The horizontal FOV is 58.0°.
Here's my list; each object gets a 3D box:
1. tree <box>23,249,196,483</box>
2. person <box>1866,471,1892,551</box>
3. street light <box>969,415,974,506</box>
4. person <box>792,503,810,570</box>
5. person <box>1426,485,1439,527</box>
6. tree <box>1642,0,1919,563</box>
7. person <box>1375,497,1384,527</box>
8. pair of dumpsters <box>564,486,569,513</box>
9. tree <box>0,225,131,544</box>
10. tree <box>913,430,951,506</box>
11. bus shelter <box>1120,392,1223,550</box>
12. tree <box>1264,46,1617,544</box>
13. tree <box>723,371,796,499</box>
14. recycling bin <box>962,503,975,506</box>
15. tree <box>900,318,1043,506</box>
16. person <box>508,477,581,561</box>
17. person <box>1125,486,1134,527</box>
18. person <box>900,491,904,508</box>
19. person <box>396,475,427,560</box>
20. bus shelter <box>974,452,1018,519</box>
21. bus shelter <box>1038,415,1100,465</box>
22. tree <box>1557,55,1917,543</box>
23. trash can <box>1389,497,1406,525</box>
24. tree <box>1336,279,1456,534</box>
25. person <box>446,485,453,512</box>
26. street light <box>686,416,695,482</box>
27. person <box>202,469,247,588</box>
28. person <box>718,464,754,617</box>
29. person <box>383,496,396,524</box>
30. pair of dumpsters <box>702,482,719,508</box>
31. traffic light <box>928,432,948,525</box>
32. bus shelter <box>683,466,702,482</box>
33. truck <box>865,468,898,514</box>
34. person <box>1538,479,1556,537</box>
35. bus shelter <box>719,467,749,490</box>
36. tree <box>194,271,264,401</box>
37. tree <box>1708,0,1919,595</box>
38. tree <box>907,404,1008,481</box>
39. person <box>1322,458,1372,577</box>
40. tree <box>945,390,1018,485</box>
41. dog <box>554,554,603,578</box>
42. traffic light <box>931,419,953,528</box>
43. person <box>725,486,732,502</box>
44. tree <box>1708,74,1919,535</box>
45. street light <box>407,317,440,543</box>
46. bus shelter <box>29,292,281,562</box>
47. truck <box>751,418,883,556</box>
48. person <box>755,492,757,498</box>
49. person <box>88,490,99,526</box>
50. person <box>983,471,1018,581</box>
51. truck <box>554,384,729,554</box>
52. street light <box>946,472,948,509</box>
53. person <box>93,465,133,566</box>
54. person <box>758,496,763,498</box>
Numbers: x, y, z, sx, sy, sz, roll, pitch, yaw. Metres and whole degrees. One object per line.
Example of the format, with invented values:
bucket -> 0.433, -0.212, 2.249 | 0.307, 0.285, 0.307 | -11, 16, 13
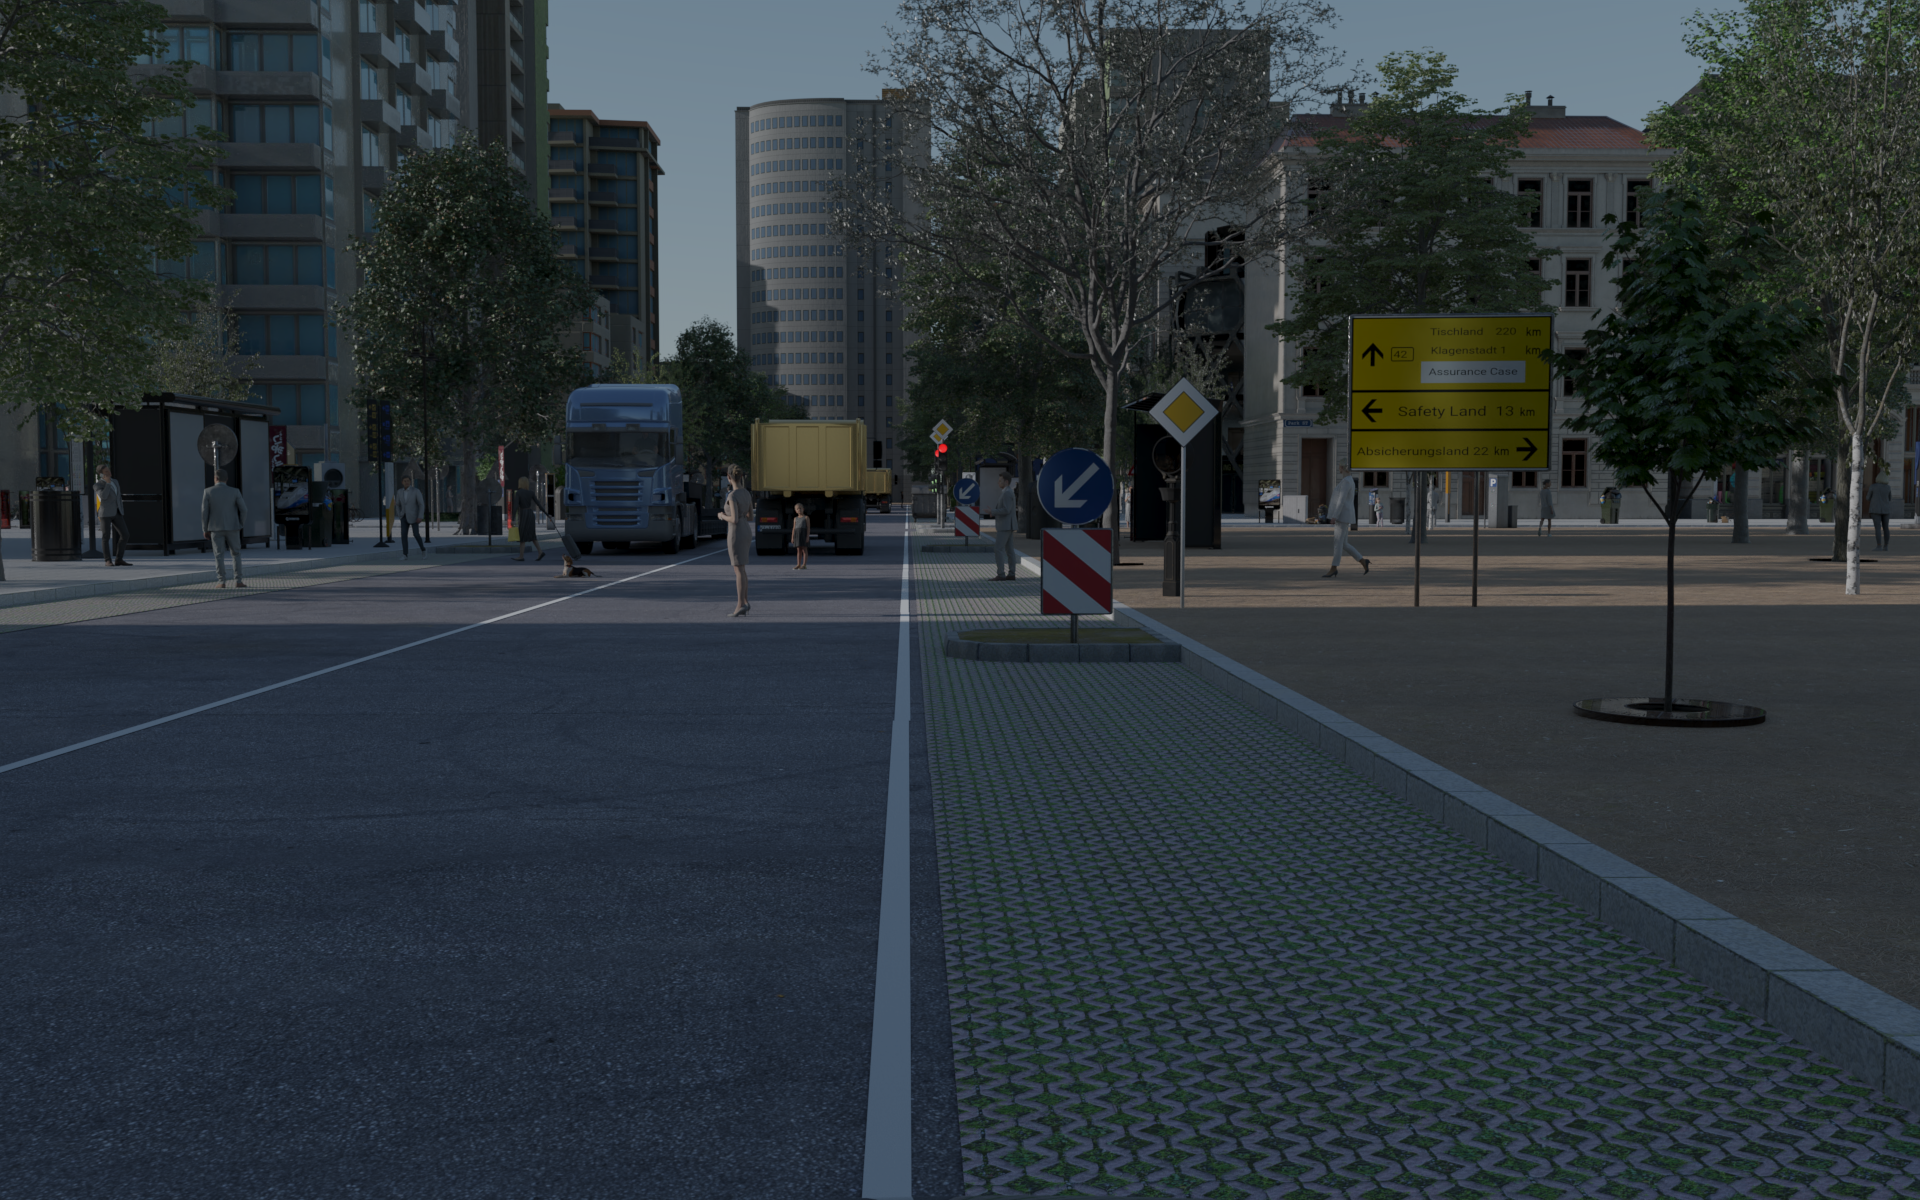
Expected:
tree -> -25.062, -6.135, 50.665 | 4.360, 8.622, 3.978 | 0, 3, 0
person -> 20.722, -2.010, 39.092 | 0.537, 1.800, 0.526 | 1, 4, 13
street light -> 0.552, -7.191, 90.364 | 0.468, 5.910, 1.993 | 0, 4, -2
person -> -3.020, -1.208, 32.915 | 0.362, 1.253, 0.373 | 2, 4, 30
person -> 18.347, -3.599, 67.549 | 0.606, 1.804, 0.583 | -2, 4, -32
tree -> 16.678, -6.539, 32.674 | 9.928, 11.665, 9.643 | 0, 3, 0
person -> 16.879, -3.473, 69.559 | 0.425, 1.301, 0.394 | -2, 4, -31
pair of dumpsters -> -16.049, -4.417, 74.715 | 1.574, 2.255, 4.437 | 0, 4, -2
tree -> -22.491, -5.706, 43.658 | 4.737, 8.622, 4.395 | 0, 3, 0
tree -> -1.256, -15.982, 187.064 | 9.928, 11.665, 9.643 | 0, 3, 0
bus shelter -> 5.205, -3.168, 43.075 | 1.731, 3.624, 6.357 | 0, 4, -2
tree -> 11.876, -7.768, 45.138 | 7.486, 12.596, 7.792 | 0, 3, 0
tree -> -18.490, -14.781, 159.798 | 7.486, 12.596, 7.792 | 0, 3, 0
recycling bin -> 0.511, -5.228, 98.032 | 0.722, 1.027, 0.722 | -1, 4, -10
tree -> -0.300, -11.785, 110.808 | 7.486, 12.596, 7.792 | 0, 3, 0
person -> -8.910, -1.736, 37.099 | 1.509, 1.804, 0.699 | -1, 4, -10
person -> 6.601, -3.527, 66.741 | 0.480, 1.755, 0.524 | -1, 4, -19
person -> -5.876, -10.337, 178.336 | 0.721, 1.723, 1.217 | 0, 4, -7
person -> -11.877, -1.781, 37.468 | 0.661, 1.843, 0.795 | 1, 4, 11
bus shelter -> 1.812, -5.596, 85.413 | 2.014, 3.302, 5.546 | 0, 4, -2
bus shelter -> 4.629, -6.018, 76.027 | 2.179, 5.291, 8.768 | 0, 4, -2
tree -> 20.423, -7.720, 44.352 | 7.486, 12.596, 7.792 | 0, 3, 0
trash can -> 18.465, -3.759, 73.118 | 0.748, 1.137, 0.748 | 0, 3, 0
tree -> 14.069, -6.387, 54.792 | 4.360, 8.622, 3.978 | 0, 3, 0
person -> -27.589, -5.344, 93.766 | 0.374, 1.781, 0.599 | -3, 4, -37
street light -> -15.708, -7.813, 100.529 | 0.468, 5.910, 1.993 | 0, 4, -2
person -> -11.153, -1.081, 26.278 | 0.635, 1.810, 0.391 | -2, 4, -32
person -> -2.615, -0.698, 20.247 | 0.374, 1.781, 0.599 | 1, 4, 18
person -> -24.133, -3.952, 73.247 | 0.503, 1.515, 0.523 | -1, 4, -21
pair of dumpsters -> -19.930, -8.221, 136.910 | 1.574, 2.255, 4.437 | 0, 4, -2
traffic light -> -0.905, -5.119, 72.614 | 0.839, 4.253, 0.868 | 0, 4, -2
bus shelter -> -19.521, -7.851, 122.293 | 2.014, 3.302, 5.546 | 0, 4, -2
truck -> -6.415, -8.113, 128.565 | 3.469, 3.379, 9.791 | 0, 4, -1
person -> 17.602, -2.764, 51.987 | 0.466, 1.731, 0.760 | 3, 4, 36
bus shelter -> -17.563, -8.553, 133.759 | 2.014, 3.302, 5.546 | 0, 4, -2
tree -> -25.479, -6.568, 57.743 | 4.360, 8.622, 3.978 | 0, 3, 0
tree -> 11.654, -4.372, 21.850 | 4.360, 8.622, 3.978 | 0, 3, 0
tree -> -0.272, -12.137, 132.859 | 8.767, 10.594, 7.601 | 1, 4, 10
person -> 5.973, -1.268, 26.660 | 0.818, 1.842, 0.514 | 0, 4, -2
tree -> 1.240, -9.260, 101.771 | 4.360, 8.622, 3.978 | 0, 3, 0
dog -> -6.552, -0.583, 29.721 | 0.748, 0.427, 0.550 | 1, 4, 10
traffic light -> -0.664, -4.631, 64.633 | 0.839, 4.253, 0.868 | 0, 4, -2
person -> -10.618, -4.375, 80.217 | 0.419, 1.800, 0.721 | 2, 4, 29
tree -> 26.448, -9.039, 54.439 | 9.857, 13.997, 8.962 | 0, 3, 0
street light -> -13.998, -4.438, 45.356 | 0.468, 5.910, 1.993 | 0, 4, -2
bus shelter -> -17.183, -3.631, 36.996 | 2.179, 5.291, 8.768 | 0, 4, -2
truck -> -3.677, -2.937, 43.945 | 3.469, 3.379, 9.791 | 0, 4, -3
person -> -19.900, -9.814, 166.600 | 0.705, 1.812, 1.348 | 2, 4, 29
person -> -32.056, -3.581, 64.475 | 0.818, 1.842, 0.514 | -1, 4, -20
person -> 0.667, -1.212, 28.512 | 0.583, 1.804, 0.606 | 0, 4, 2
truck -> -8.250, -3.577, 48.239 | 2.967, 4.110, 18.799 | 0, 4, -3
street light -> -1.131, -10.682, 147.437 | 0.468, 5.910, 1.993 | 0, 4, -2
person -> -15.063, -1.502, 30.785 | 0.473, 1.802, 0.592 | 3, 4, 36
person -> -21.653, -11.321, 191.108 | 1.348, 1.831, 0.705 | 0, 4, 0
